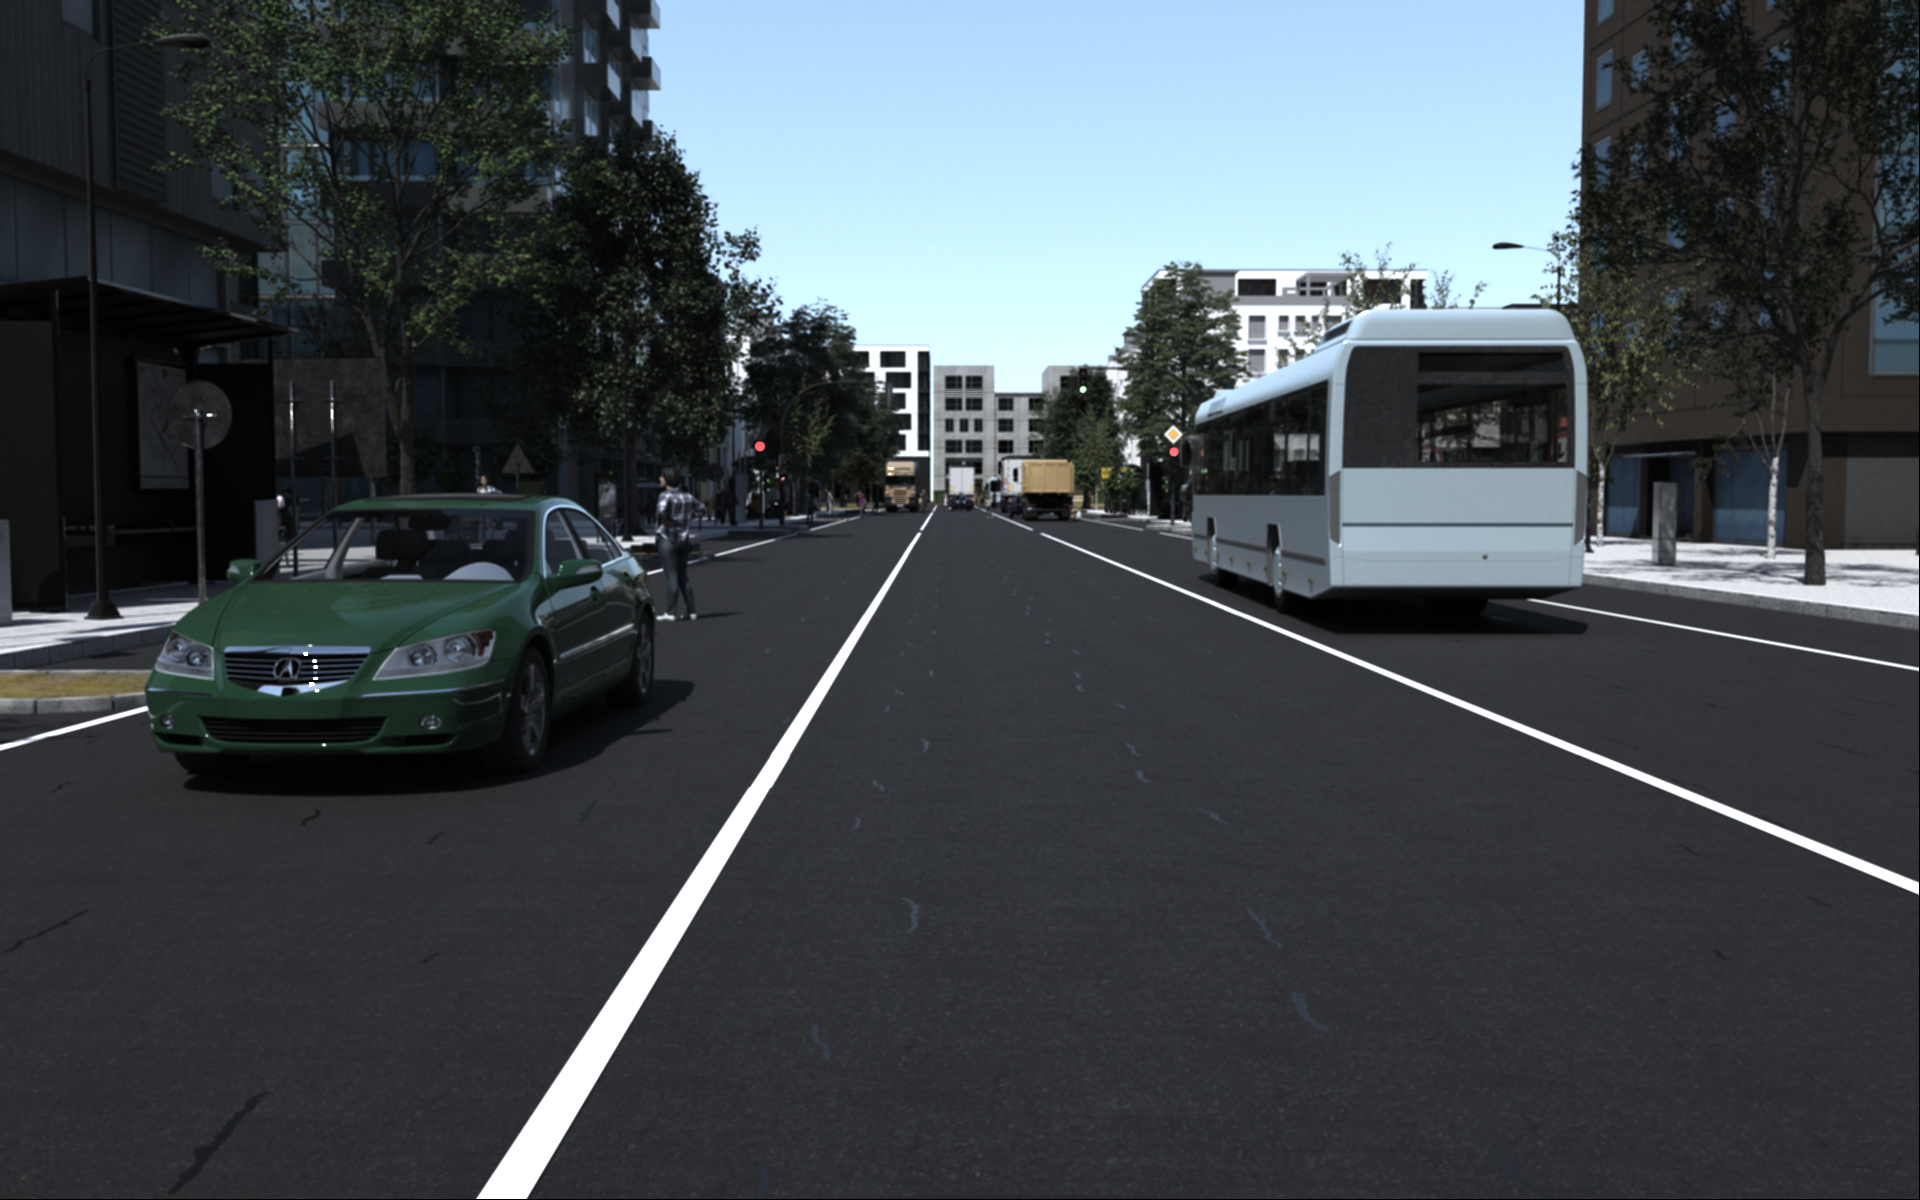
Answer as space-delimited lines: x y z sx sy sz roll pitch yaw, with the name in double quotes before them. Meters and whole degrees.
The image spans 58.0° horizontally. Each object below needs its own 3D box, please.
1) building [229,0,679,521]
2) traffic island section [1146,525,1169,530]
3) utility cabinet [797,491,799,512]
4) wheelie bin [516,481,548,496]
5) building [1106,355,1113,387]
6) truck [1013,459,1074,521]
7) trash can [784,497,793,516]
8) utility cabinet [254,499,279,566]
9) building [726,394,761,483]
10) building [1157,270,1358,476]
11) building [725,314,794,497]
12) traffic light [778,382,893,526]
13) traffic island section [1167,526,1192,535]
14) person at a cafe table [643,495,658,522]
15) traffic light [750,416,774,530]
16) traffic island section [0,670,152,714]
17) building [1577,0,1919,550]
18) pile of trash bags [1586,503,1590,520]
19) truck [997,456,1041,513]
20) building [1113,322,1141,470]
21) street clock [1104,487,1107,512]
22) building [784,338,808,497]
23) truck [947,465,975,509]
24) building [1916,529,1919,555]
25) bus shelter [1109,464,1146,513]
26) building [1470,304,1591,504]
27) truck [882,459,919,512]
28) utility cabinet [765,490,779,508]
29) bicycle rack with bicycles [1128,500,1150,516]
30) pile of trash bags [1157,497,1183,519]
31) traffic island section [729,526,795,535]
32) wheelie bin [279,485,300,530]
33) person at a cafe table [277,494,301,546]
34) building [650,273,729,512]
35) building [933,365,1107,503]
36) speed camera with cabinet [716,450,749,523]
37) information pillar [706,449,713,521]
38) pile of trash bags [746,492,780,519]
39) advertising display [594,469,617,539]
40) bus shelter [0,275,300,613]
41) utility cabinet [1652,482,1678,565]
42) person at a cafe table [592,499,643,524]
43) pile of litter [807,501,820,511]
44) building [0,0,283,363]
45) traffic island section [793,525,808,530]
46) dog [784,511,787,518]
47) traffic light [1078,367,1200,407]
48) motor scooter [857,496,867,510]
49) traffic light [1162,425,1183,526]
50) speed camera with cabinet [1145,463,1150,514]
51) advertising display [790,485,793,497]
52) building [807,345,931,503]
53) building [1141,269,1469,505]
"building" -28.207 -28.854 91.367 23.786 49.044 30.456 0 4 -1
"traffic island section" 8.653 -2.938 70.320 2.009 0.180 2.903 0 4 -1
"utility cabinet" -11.541 -7.059 124.094 1.173 1.500 0.318 0 4 6
"wheelie bin" -10.372 -2.080 41.914 0.980 1.594 0.693 1 4 16
"building" 25.643 -21.470 207.454 16.016 20.091 11.380 0 4 -1
"truck" 4.759 -6.103 95.712 3.469 3.379 9.791 0 4 0
"trash can" -10.093 -5.497 101.536 0.748 1.137 0.748 0 3 0
"utility cabinet" -9.054 -0.700 22.604 0.306 1.237 1.020 -1 4 -22
"building" -22.882 -13.312 159.803 9.099 9.664 28.070 0 4 -1
"building" 25.544 -18.073 151.907 16.016 20.091 11.380 0 4 -1
"building" -26.013 -19.738 179.144 16.016 20.091 11.380 0 4 -1
"traffic light" -5.097 -5.837 70.098 4.771 5.953 1.251 0 4 -1
"traffic island section" 8.727 -2.450 62.335 2.009 0.180 2.903 0 4 -1
"person at a cafe table" -14.362 -4.175 79.120 1.698 1.238 1.726 -3 4 -39
"traffic light" -7.114 -4.473 62.059 0.839 4.253 0.868 0 4 -1
"traffic island section" -6.367 0.647 12.288 1.991 0.108 1.994 0 4 -1
"building" 25.954 -24.167 45.235 14.600 45.320 14.200 0 4 -1
"pile of trash bags" 22.162 -3.181 61.762 3.447 1.369 1.912 -3 5 -40
"truck" 4.497 -8.746 131.910 2.839 4.237 11.283 0 4 -2
"building" 26.170 -20.761 195.859 16.016 20.091 11.380 0 4 -1
"street clock" 10.528 -7.346 124.674 0.358 2.002 0.471 2 4 35
"building" -34.408 -20.699 204.882 31.486 18.905 16.747 0 4 -1
"truck" 0.142 -11.105 170.484 2.839 4.237 11.283 0 4 0
"building" 29.817 -29.462 23.701 21.231 58.520 28.212 0 4 -1
"bus shelter" 11.526 -7.698 119.780 2.014 3.302 5.546 0 4 0
"building" 62.578 -21.775 199.995 32.646 21.610 27.936 0 4 -1
"truck" -4.631 -9.172 138.870 2.839 4.237 11.283 0 3 0
"utility cabinet" -11.200 -5.806 103.613 0.318 1.500 1.173 -3 5 -43
"bicycle rack with bicycles" 11.272 -5.487 103.088 2.852 0.926 2.925 0 4 1
"pile of trash bags" 11.395 -4.779 87.890 1.912 1.369 3.447 -1 4 -16
"traffic island section" -7.154 -2.441 62.193 2.009 0.180 2.903 0 4 -1
"wheelie bin" -23.953 -3.300 61.863 0.693 1.594 0.980 -1 4 -18
"person at a cafe table" -12.389 -1.332 30.295 1.698 1.524 1.622 3 5 42
"building" -32.986 -17.415 129.771 27.650 21.520 28.899 0 4 -1
"building" 11.996 -23.197 245.721 31.486 18.905 16.747 0 4 -1
"speed camera with cabinet" -10.748 -5.280 80.670 0.660 3.252 2.038 -2 4 -35
"information pillar" -11.976 -5.603 82.964 0.183 3.616 0.504 1 4 18
"pile of trash bags" -10.138 -4.811 88.416 1.912 1.369 3.447 0 4 3
"advertising display" -9.345 -2.477 45.713 0.123 1.923 0.974 1 4 19
"bus shelter" -10.259 -1.863 21.751 1.731 3.624 6.357 0 4 0
"utility cabinet" 12.838 -1.398 31.536 0.318 1.500 1.173 1 4 17
"person at a cafe table" -14.982 -3.902 74.651 1.726 1.238 1.698 -3 5 -43
"pile of litter" -11.399 -7.141 130.716 1.719 0.858 1.176 -1 4 -10
"building" -33.486 -27.466 38.301 27.495 52.752 28.713 0 4 -1
"traffic island section" -7.228 -2.929 70.178 2.009 0.180 2.903 0 4 -1
"dog" -9.400 -4.529 91.777 0.550 0.427 0.748 -3 5 -42
"traffic light" 6.596 -5.345 62.060 4.771 5.953 1.251 0 4 -1
"motor scooter" -7.871 -7.765 139.738 0.815 1.314 1.986 0 4 1
"traffic light" 8.612 -4.972 70.206 0.839 4.253 0.868 0 4 -1
"speed camera with cabinet" 12.208 -7.103 110.472 0.660 3.252 2.038 0 4 3
"advertising display" -11.587 -7.052 120.516 0.123 1.923 0.974 1 4 14
"building" -20.623 -24.883 250.807 32.646 21.610 27.936 0 4 -1
"building" 31.813 -20.178 173.892 27.936 21.610 32.646 0 4 -1
